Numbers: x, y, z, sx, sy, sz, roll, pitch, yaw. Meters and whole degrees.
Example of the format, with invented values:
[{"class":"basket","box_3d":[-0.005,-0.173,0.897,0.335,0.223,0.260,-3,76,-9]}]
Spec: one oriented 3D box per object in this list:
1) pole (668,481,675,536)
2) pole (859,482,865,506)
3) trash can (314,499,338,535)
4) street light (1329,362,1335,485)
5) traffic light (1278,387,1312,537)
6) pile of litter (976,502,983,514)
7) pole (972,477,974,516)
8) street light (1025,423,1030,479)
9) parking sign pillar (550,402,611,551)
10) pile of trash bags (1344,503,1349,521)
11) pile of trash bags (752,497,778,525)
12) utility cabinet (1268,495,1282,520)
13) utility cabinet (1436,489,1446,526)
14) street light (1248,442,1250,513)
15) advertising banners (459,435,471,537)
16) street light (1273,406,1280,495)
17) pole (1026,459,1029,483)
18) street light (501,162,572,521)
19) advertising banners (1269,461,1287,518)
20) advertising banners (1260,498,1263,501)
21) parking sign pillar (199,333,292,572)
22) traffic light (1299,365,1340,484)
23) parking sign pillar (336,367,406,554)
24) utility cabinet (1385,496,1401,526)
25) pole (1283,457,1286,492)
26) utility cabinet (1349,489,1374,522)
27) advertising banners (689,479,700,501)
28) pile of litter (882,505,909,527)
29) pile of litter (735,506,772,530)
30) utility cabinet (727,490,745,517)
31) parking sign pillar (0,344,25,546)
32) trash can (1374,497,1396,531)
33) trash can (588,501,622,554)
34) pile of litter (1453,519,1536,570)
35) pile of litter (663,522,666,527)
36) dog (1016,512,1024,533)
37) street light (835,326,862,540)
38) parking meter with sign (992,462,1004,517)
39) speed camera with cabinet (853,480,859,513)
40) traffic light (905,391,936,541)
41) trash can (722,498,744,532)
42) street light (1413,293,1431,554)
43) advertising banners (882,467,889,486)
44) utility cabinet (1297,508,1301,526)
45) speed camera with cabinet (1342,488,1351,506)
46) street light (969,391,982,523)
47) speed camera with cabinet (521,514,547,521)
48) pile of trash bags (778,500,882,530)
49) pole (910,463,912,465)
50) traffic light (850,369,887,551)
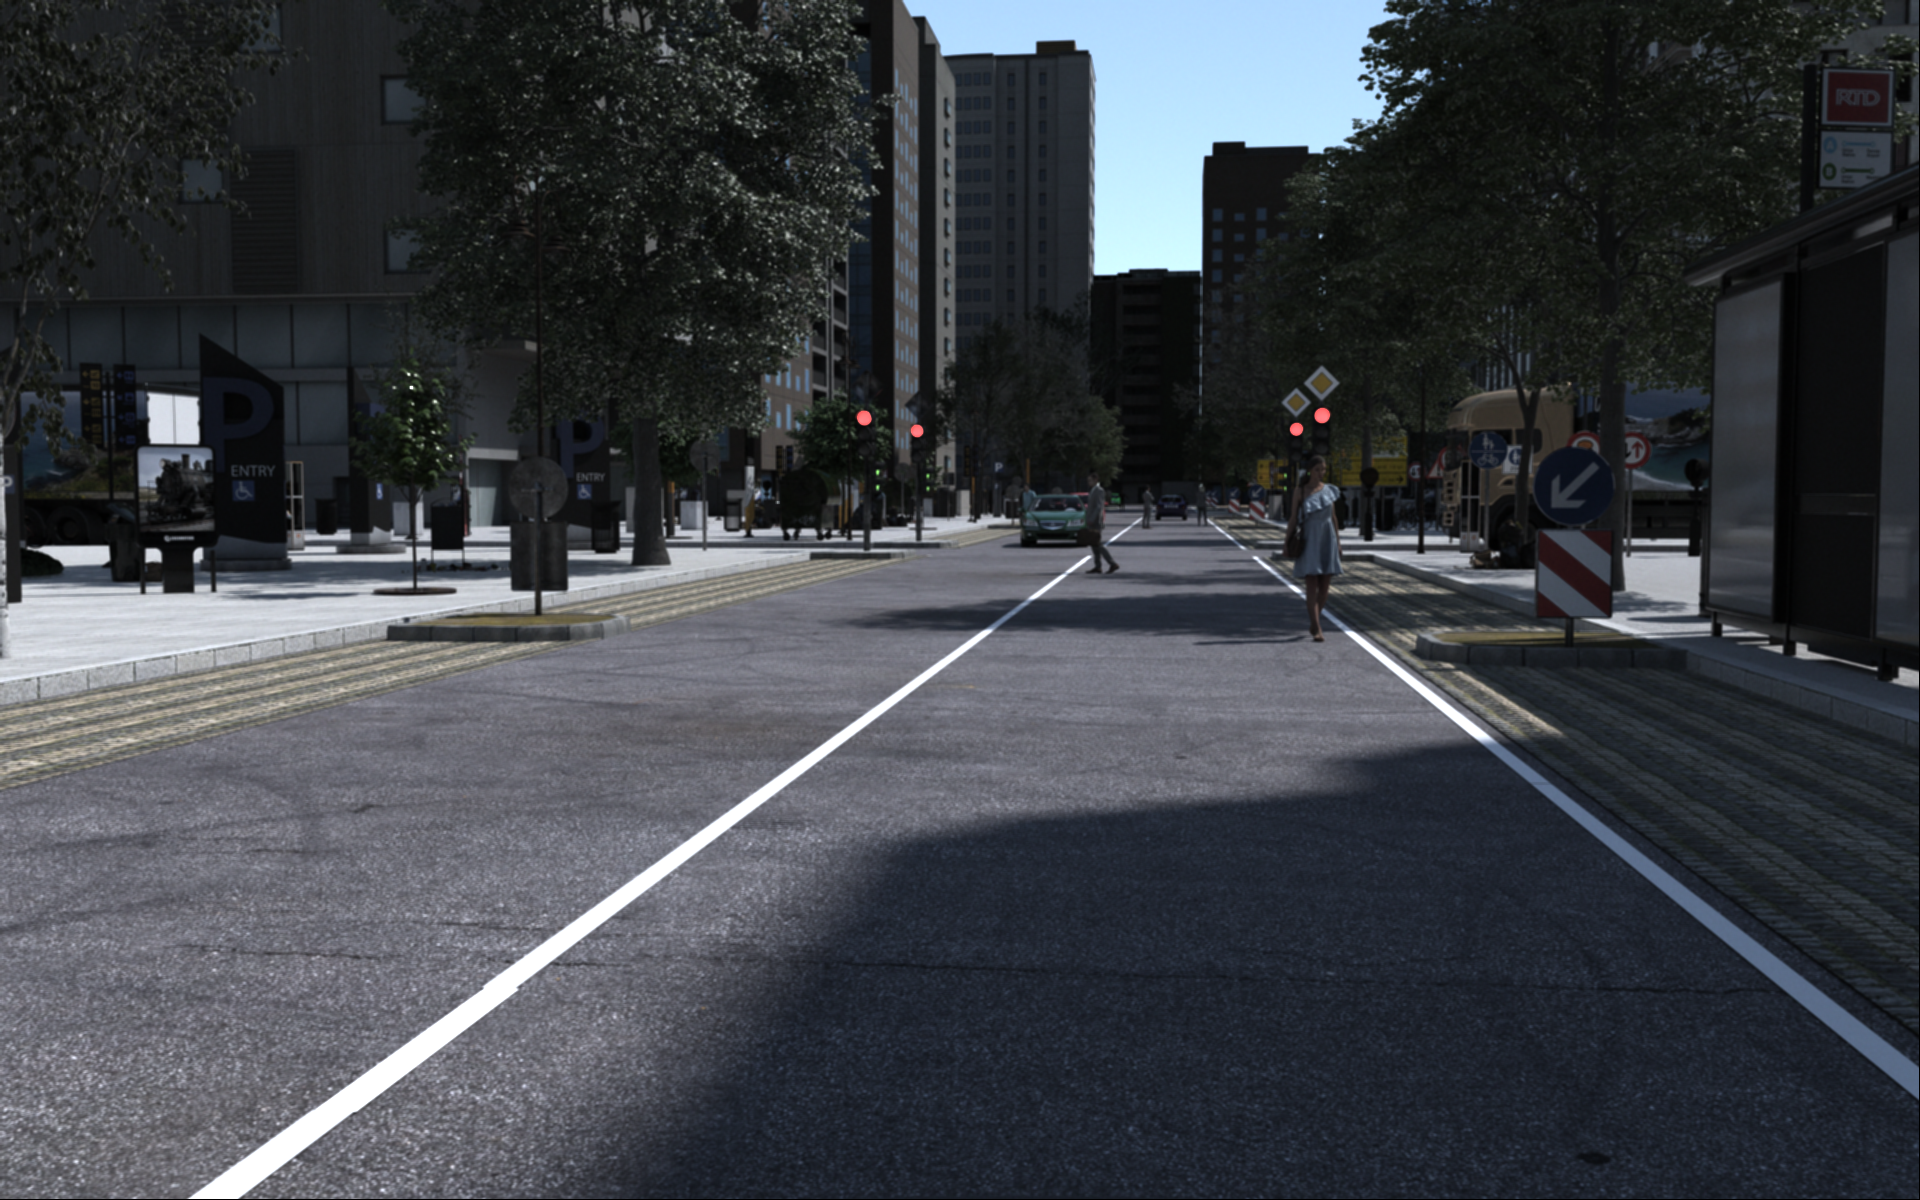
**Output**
[{"class":"pole","box_3d":[-8.809,-3.604,52.771,0.158,3.312,0.155,0,3,0]},{"class":"pole","box_3d":[-3.752,-4.396,65.724,0.158,3.312,0.155,0,3,0]},{"class":"trash can","box_3d":[-19.962,-2.625,54.569,0.748,1.137,0.748,0,3,0]},{"class":"street light","box_3d":[12.694,-5.289,59.269,0.468,5.910,1.993,0,4,7]},{"class":"traffic light","box_3d":[8.836,-3.475,45.734,0.839,4.253,0.868,0,4,7]},{"class":"pile of litter","box_3d":[0.892,-6.049,112.871,1.176,0.858,1.719,0,4,-7]},{"class":"pole","box_3d":[0.744,-6.578,101.389,0.158,3.312,0.155,0,3,0]},{"class":"street light","box_3d":[4.250,-8.204,106.928,0.468,5.910,1.993,0,4,7]},{"class":"parking sign pillar","box_3d":[-8.733,-3.142,39.841,1.447,3.967,1.447,-2,4,-35]},{"class":"pile of trash bags","box_3d":[18.305,-4.557,84.257,3.447,1.369,1.912,-2,4,-30]},{"class":"pile of trash bags","box_3d":[-7.269,-3.866,72.969,1.912,1.369,3.447,2,4,27]},{"class":"utility cabinet","box_3d":[15.473,-4.523,85.116,0.306,1.237,1.020,2,4,33]},{"class":"utility cabinet","box_3d":[19.772,-3.738,69.790,1.173,1.500,0.318,-2,4,-25]},{"class":"street light","box_3d":[19.902,-8.942,118.994,0.468,5.910,1.993,0,4,7]},{"class":"advertising banners","box_3d":[-14.862,-3.411,51.956,0.090,3.025,2.074,0,4,-8]},{"class":"street light","box_3d":[16.361,-7.143,89.570,0.468,5.910,1.993,0,4,7]},{"class":"pole","box_3d":[3.904,-6.474,99.688,0.158,3.312,0.155,0,3,0]},{"class":"street light","box_3d":[-5.965,-3.168,24.586,0.468,5.910,1.993,0,4,7]},{"class":"advertising banners","box_3d":[17.012,-5.883,92.379,0.090,3.025,2.074,-1,4,-19]},{"class":"advertising banners","box_3d":[17.893,-6.518,102.753,0.090,3.025,2.074,2,4,28]},{"class":"parking sign pillar","box_3d":[-12.054,-2.487,29.130,1.447,3.967,1.447,-1,4,-17]},{"class":"traffic light","box_3d":[7.852,-2.990,37.809,0.839,4.253,0.868,0,4,7]},{"class":"parking sign pillar","box_3d":[-12.741,-2.991,37.370,1.447,3.967,1.447,0,4,2]},{"class":"utility cabinet","box_3d":[17.403,-3.580,69.697,0.306,1.237,1.020,0,4,-6]},{"class":"pole","box_3d":[17.695,-6.153,94.452,0.158,3.312,0.155,0,3,0]},{"class":"utility cabinet","box_3d":[18.380,-4.323,79.367,1.173,1.500,0.318,-2,4,-25]},{"class":"advertising banners","box_3d":[-14.013,-5.833,91.560,0.090,3.025,2.074,-2,4,-24]},{"class":"pile of litter","box_3d":[-2.767,-3.269,67.412,1.719,0.858,1.176,-1,4,-19]},{"class":"pile of litter","box_3d":[-7.594,-3.024,63.415,1.176,0.858,1.719,3,5,44]},{"class":"utility cabinet","box_3d":[-12.443,-5.406,97.067,1.173,1.500,0.318,0,4,6]},{"class":"parking sign pillar","box_3d":[-17.271,-2.571,30.502,1.447,3.967,1.447,-3,4,-36]},{"class":"trash can","box_3d":[14.736,-2.964,60.116,0.748,1.137,0.748,0,3,0]},{"class":"trash can","box_3d":[-7.685,-1.584,37.546,0.748,1.137,0.748,0,3,0]},{"class":"pile of litter","box_3d":[9.314,-0.969,29.815,1.719,0.858,1.176,0,4,4]},{"class":"pile of litter","box_3d":[-12.245,-3.341,68.583,1.719,0.858,1.176,3,5,40]},{"class":"dog","box_3d":[2.489,-2.880,63.922,0.513,0.831,0.800,-3,4,-36]},{"class":"street light","box_3d":[-3.058,-4.588,47.798,0.468,5.910,1.993,0,4,7]},{"class":"parking meter with sign","box_3d":[2.059,-6.085,95.744,0.543,3.016,1.738,0,4,-4]},{"class":"speed camera with cabinet","box_3d":[-4.233,-4.672,70.715,0.660,3.252,2.038,-1,4,-11]},{"class":"traffic light","box_3d":[-1.101,-3.549,46.947,0.839,4.253,0.868,0,4,7]},{"class":"trash can","box_3d":[-7.776,-2.912,59.266,0.748,1.137,0.748,0,3,0]},{"class":"street light","box_3d":[9.943,-3.939,37.184,0.468,5.910,1.993,0,4,7]},{"class":"advertising banners","box_3d":[-4.221,-7.181,113.591,2.074,3.025,0.090,-2,4,-26]},{"class":"utility cabinet","box_3d":[13.628,-3.687,68.963,0.318,1.500,1.173,2,4,30]},{"class":"speed camera with cabinet","box_3d":[21.974,-6.316,97.595,0.660,3.252,2.038,2,4,27]},{"class":"street light","box_3d":[0.680,-6.405,77.507,0.468,5.910,1.993,0,4,7]},{"class":"speed camera with cabinet","box_3d":[-14.270,-3.936,58.687,0.660,3.252,2.038,-3,4,-36]},{"class":"pile of trash bags","box_3d":[-4.464,-3.215,62.321,3.447,1.369,1.912,2,4,27]},{"class":"pole","box_3d":[-3.150,-7.276,112.798,0.158,3.312,0.155,0,3,0]},{"class":"traffic light","box_3d":[-2.085,-3.064,39.022,0.839,4.253,0.868,0,4,7]}]
